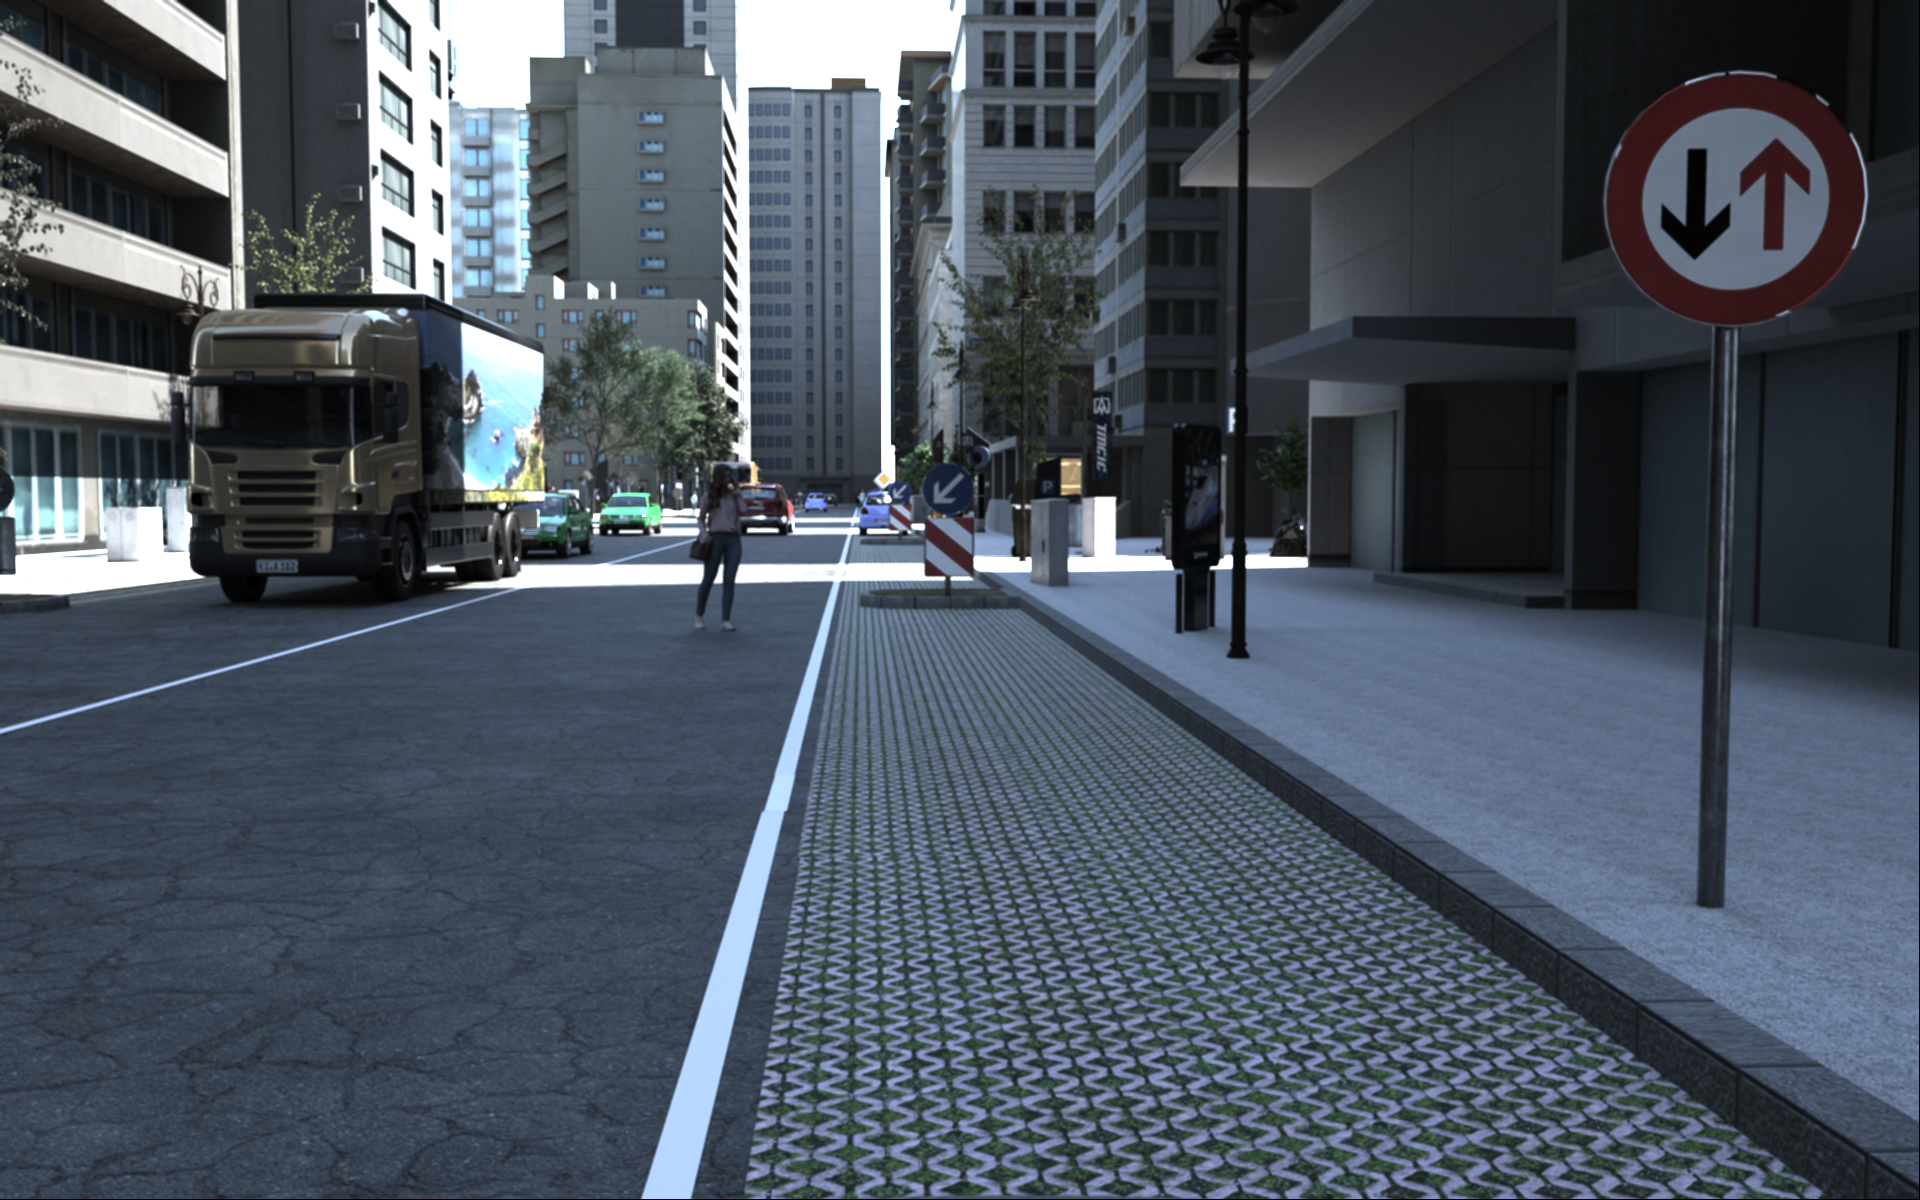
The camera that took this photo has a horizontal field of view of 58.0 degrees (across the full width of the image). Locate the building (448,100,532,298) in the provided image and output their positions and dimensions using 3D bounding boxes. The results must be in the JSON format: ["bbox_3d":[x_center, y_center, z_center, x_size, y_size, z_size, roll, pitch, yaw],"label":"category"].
[{"bbox_3d":[-63.509,-36.340,213.764,30.456,49.044,23.786,0,4,-3],"label":"building"}]

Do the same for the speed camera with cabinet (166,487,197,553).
[{"bbox_3d":[-16.708,-2.706,38.575,0.660,3.252,2.038,1,4,19],"label":"speed camera with cabinet"}]

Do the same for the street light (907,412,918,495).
[{"bbox_3d":[-2.551,-7.562,96.420,0.468,5.910,1.993,0,4,-3],"label":"street light"}]

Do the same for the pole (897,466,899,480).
[{"bbox_3d":[-4.444,-7.968,124.114,0.158,3.312,0.155,0,3,0],"label":"pole"}]

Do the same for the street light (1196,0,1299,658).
[{"bbox_3d":[2.184,-2.485,13.418,0.468,5.910,1.993,0,4,-3],"label":"street light"}]

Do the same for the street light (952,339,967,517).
[{"bbox_3d":[0.039,-4.834,51.817,0.468,5.910,1.993,0,4,-3],"label":"street light"}]

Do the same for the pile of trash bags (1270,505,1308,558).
[{"bbox_3d":[8.111,-1.600,35.918,3.447,1.369,1.912,-3,5,-41],"label":"pile of trash bags"}]

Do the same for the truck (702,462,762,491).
[{"bbox_3d":[-13.725,-6.735,106.035,3.469,3.379,9.791,0,4,-4],"label":"truck"}]

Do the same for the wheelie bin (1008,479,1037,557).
[{"bbox_3d":[1.433,-1.676,35.304,0.980,1.594,0.693,2,4,29],"label":"wheelie bin"}]

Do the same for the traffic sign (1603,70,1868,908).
[{"bbox_3d":[2.342,-0.319,5.325,0.768,2.556,0.104,0,4,6],"label":"traffic sign"}]

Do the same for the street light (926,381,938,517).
[{"bbox_3d":[-1.137,-6.003,70.943,0.468,5.910,1.993,0,4,-3],"label":"street light"}]

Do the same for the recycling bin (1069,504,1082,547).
[{"bbox_3d":[2.953,-1.826,42.415,0.722,1.027,0.722,-2,4,-28],"label":"recycling bin"}]

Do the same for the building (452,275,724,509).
[{"bbox_3d":[-37.811,-19.715,167.379,27.650,21.520,28.899,0,4,-3],"label":"building"}]

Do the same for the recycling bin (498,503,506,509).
[{"bbox_3d":[-18.361,-3.474,69.351,0.722,1.027,0.722,2,4,24],"label":"recycling bin"}]

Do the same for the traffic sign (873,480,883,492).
[{"bbox_3d":[-3.593,-4.639,79.482,0.795,2.450,0.064,0,4,-3],"label":"traffic sign"}]

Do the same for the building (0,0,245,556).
[{"bbox_3d":[-29.110,-25.098,34.053,21.300,48.544,21.600,0,4,-3],"label":"building"}]

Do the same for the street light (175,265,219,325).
[{"bbox_3d":[-15.340,-3.813,35.130,0.468,5.910,1.993,0,4,-3],"label":"street light"}]

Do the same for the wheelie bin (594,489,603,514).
[{"bbox_3d":[-23.302,-6.311,111.093,0.693,1.594,0.980,-3,5,-41],"label":"wheelie bin"}]

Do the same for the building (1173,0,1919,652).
[{"bbox_3d":[17.889,-26.190,17.448,28.713,52.752,27.495,0,4,-3],"label":"building"}]

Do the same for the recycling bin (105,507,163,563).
[{"bbox_3d":[-15.634,-1.238,32.794,0.722,1.027,0.722,1,4,12],"label":"recycling bin"}]

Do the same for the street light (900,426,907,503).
[{"bbox_3d":[-3.582,-8.732,115.555,0.468,5.910,1.993,0,4,-3],"label":"street light"}]

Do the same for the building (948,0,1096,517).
[{"bbox_3d":[14.603,-18.862,85.882,29.804,29.767,11.434,0,4,-3],"label":"building"}]

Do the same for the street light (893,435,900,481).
[{"bbox_3d":[-4.767,-9.902,134.680,0.468,5.910,1.993,0,4,-3],"label":"street light"}]

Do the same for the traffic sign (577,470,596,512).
[{"bbox_3d":[-15.263,-4.110,70.839,0.795,2.450,0.064,0,4,-3],"label":"traffic sign"}]

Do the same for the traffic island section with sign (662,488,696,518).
[{"bbox_3d":[-16.819,-5.800,103.454,1.989,1.847,2.006,0,4,-3],"label":"traffic island section with sign"}]

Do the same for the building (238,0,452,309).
[{"bbox_3d":[-26.160,-17.735,61.667,14.107,30.474,14.160,0,4,-3],"label":"building"}]

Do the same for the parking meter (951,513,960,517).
[{"bbox_3d":[-0.152,-3.173,60.288,0.372,1.533,0.369,0,3,0],"label":"parking meter"}]

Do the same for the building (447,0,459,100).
[{"bbox_3d":[-83.812,-56.938,243.605,31.000,86.520,22.319,0,4,-3],"label":"building"}]

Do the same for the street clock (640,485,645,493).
[{"bbox_3d":[-25.428,-8.193,138.518,0.471,2.002,0.358,1,4,16],"label":"street clock"}]

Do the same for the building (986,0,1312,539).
[{"bbox_3d":[17.417,-22.281,56.177,32.217,40.220,23.993,0,4,-3],"label":"building"}]

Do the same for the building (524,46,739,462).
[{"bbox_3d":[-36.065,-34.768,192.154,21.300,48.544,21.600,0,4,-3],"label":"building"}]

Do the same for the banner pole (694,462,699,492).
[{"bbox_3d":[-20.702,-8.923,135.903,0.401,3.779,0.863,2,4,24],"label":"banner pole"}]

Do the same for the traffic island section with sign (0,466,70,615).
[{"bbox_3d":[-12.112,-0.764,21.121,1.989,1.847,2.006,0,4,-3],"label":"traffic island section with sign"}]

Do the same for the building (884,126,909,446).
[{"bbox_3d":[2.828,-40.627,253.488,27.495,52.752,28.713,0,4,-3],"label":"building"}]

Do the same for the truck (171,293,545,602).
[{"bbox_3d":[-8.710,-2.298,26.492,2.839,4.237,11.283,0,4,-2],"label":"truck"}]

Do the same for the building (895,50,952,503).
[{"bbox_3d":[4.820,-31.587,171.068,22.147,44.769,28.867,0,4,-3],"label":"building"}]

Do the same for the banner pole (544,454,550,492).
[{"bbox_3d":[-26.014,-7.260,108.724,0.863,3.779,0.401,-1,4,-22],"label":"banner pole"}]

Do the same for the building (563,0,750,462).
[{"bbox_3d":[-37.353,-47.635,217.080,20.611,71.187,20.563,0,4,-3],"label":"building"}]

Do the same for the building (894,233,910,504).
[{"bbox_3d":[-0.400,-25.809,193.671,14.160,30.474,14.107,0,4,-3],"label":"building"}]

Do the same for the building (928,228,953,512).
[{"bbox_3d":[3.399,-16.009,116.502,10.420,20.320,16.860,0,4,-3],"label":"building"}]

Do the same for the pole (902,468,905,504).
[{"bbox_3d":[-4.441,-8.687,135.874,0.158,3.312,0.155,0,3,0],"label":"pole"}]

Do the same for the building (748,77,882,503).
[{"bbox_3d":[-25.291,-43.156,247.604,28.212,58.520,21.231,0,4,-3],"label":"building"}]

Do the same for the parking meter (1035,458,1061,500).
[{"bbox_3d":[1.416,-1.357,27.904,0.399,1.863,0.255,1,4,12],"label":"parking meter"}]

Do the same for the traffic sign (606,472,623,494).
[{"bbox_3d":[-15.719,-4.598,78.812,0.795,2.450,0.064,0,4,-3],"label":"traffic sign"}]

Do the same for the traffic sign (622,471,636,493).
[{"bbox_3d":[-18.438,-5.896,96.503,0.768,2.556,0.104,0,4,1],"label":"traffic sign"}]

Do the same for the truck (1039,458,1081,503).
[{"bbox_3d":[7.417,-4.894,75.934,9.791,3.379,3.469,0,4,-2],"label":"truck"}]

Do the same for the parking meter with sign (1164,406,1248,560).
[{"bbox_3d":[4.799,-2.303,33.907,1.738,3.016,0.543,-2,4,-34],"label":"parking meter with sign"}]

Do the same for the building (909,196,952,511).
[{"bbox_3d":[4.365,-18.755,139.931,16.112,22.955,30.059,0,4,-3],"label":"building"}]

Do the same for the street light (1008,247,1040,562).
[{"bbox_3d":[1.190,-3.664,32.689,0.468,5.910,1.993,0,4,-3],"label":"street light"}]

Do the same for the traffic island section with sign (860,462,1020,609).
[{"bbox_3d":[-0.294,-0.841,22.372,1.989,1.847,2.006,0,4,-3],"label":"traffic island section with sign"}]

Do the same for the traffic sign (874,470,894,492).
[{"bbox_3d":[-3.137,-4.151,71.510,0.795,2.450,0.064,0,4,-3],"label":"traffic sign"}]
